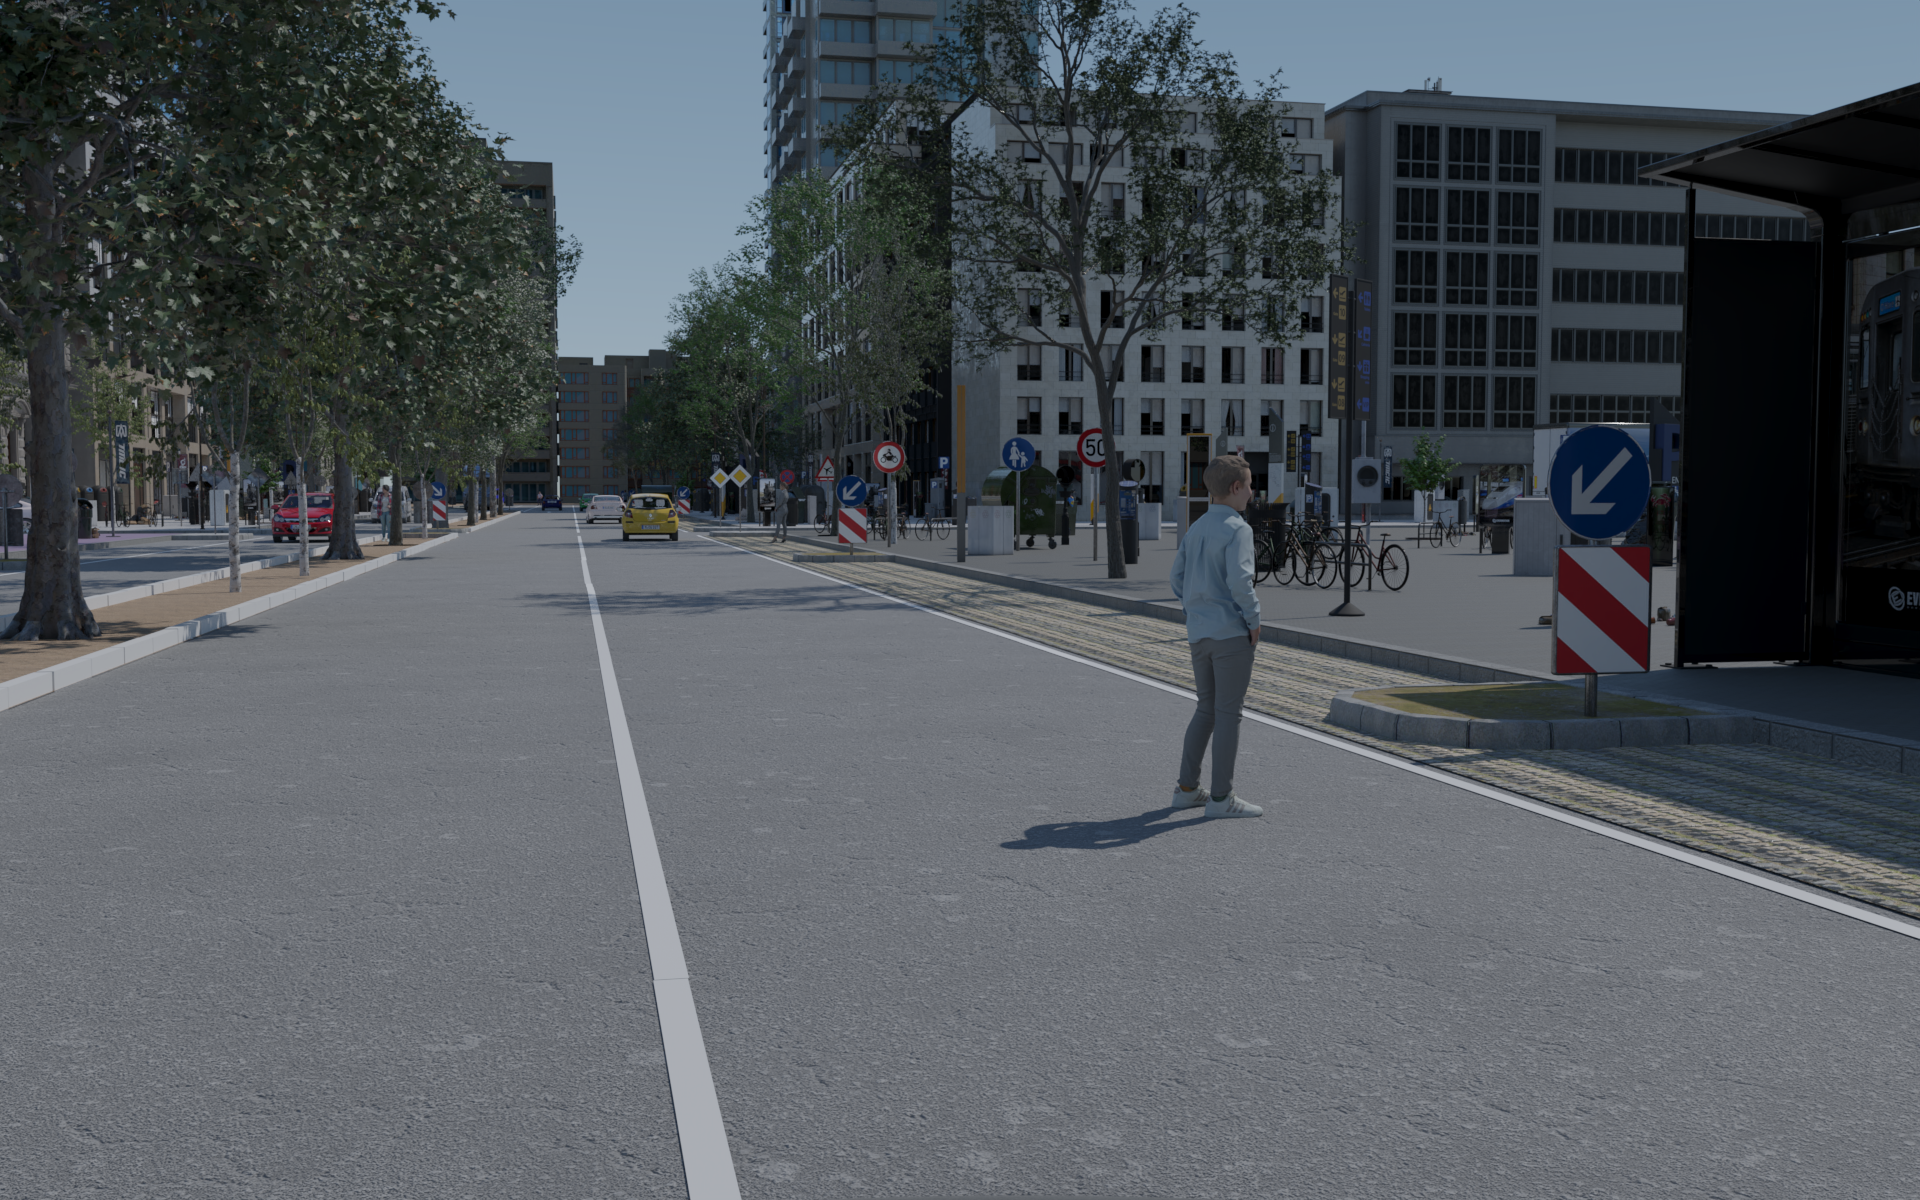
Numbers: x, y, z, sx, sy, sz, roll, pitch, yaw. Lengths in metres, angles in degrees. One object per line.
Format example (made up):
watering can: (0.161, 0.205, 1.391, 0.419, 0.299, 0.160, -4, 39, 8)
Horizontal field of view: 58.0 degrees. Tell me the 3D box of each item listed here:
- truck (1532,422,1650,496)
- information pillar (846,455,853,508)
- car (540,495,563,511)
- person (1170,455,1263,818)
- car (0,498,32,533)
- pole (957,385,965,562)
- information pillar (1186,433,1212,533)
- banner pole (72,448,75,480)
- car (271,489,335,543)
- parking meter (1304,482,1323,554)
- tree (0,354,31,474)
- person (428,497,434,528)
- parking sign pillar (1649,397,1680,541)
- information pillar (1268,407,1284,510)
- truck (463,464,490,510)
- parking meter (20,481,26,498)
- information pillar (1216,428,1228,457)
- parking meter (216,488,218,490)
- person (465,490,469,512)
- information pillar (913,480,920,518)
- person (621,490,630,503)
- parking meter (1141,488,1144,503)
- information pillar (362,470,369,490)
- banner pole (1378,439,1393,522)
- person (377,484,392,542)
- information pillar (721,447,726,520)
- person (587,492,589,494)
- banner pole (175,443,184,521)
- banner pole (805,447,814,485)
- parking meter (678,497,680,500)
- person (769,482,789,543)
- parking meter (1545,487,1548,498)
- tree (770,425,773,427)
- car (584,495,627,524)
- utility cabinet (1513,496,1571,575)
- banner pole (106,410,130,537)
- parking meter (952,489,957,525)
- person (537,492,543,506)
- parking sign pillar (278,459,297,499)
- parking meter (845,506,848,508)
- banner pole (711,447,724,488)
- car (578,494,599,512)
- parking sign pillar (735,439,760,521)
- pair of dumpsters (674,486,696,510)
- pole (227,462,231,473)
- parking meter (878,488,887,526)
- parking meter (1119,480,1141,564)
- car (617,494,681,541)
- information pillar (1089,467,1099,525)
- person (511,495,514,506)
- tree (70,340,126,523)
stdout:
truck: (28.822, -4.970, 70.171, 11.283, 4.237, 2.839, -1, 4, -14)
information pillar: (-6.627, -6.899, 104.155, 0.504, 3.616, 0.183, -3, 5, -40)
car: (-35.315, -8.395, 149.832, 1.945, 1.354, 3.894, -1, 4, -14)
person: (1.172, 0.159, 7.711, 0.330, 1.601, 0.589, -1, 4, -16)
car: (-32.280, -2.769, 57.631, 4.827, 1.381, 2.083, -1, 4, -12)
pole: (0.022, -2.367, 32.538, 0.158, 3.312, 0.155, 0, 3, 0)
information pillar: (2.922, -1.020, 21.174, 0.304, 2.012, 0.304, 1, 4, 9)
banner pole: (-42.865, -5.693, 83.095, 0.401, 3.779, 0.863, 3, 4, 37)
car: (-19.681, -2.660, 52.535, 2.155, 1.783, 4.494, -1, 4, -13)
parking meter: (7.531, -1.743, 36.915, 0.372, 1.533, 0.369, 0, 3, 0)
tree: (-34.895, -6.842, 62.223, 4.360, 8.622, 3.978, 0, 3, 0)
person: (-20.876, -3.607, 68.479, 0.512, 1.701, 0.522, 2, 4, 28)
parking sign pillar: (19.827, -3.658, 48.286, 1.447, 3.967, 1.447, -2, 4, -26)
information pillar: (8.494, -3.379, 46.606, 0.183, 3.616, 0.504, -3, 4, -37)
truck: (-44.160, -10.363, 159.200, 2.967, 4.110, 18.799, -1, 4, -14)
parking meter: (-41.372, -4.316, 76.284, 0.399, 1.863, 0.255, 1, 4, 18)
information pillar: (9.289, -4.289, 61.472, 0.183, 3.616, 0.504, -3, 5, -43)
parking meter: (-31.676, -4.027, 74.257, 0.372, 1.533, 0.369, 0, 3, 0)
person: (-38.683, -7.797, 136.160, 0.592, 1.802, 0.473, -2, 4, -35)
information pillar: (-2.331, -5.445, 93.510, 0.304, 2.012, 0.304, 1, 4, 14)
person: (-31.794, -9.540, 164.463, 0.705, 1.826, 1.348, 3, 4, 36)
parking meter: (7.265, -3.771, 70.073, 0.372, 1.533, 0.369, 0, 3, 0)
information pillar: (-45.601, -8.658, 132.917, 0.504, 3.616, 0.183, 0, 4, -3)
banner pole: (19.366, -5.442, 78.997, 0.863, 3.779, 0.401, -1, 4, -19)
person: (-17.219, -2.611, 52.030, 0.563, 1.720, 0.643, 0, 4, -2)
information pillar: (-11.802, -5.810, 86.354, 0.183, 3.616, 0.504, 0, 4, 6)
person: (-44.131, -11.979, 205.069, 1.217, 1.735, 0.721, 2, 4, 28)
banner pole: (-37.543, -5.705, 83.294, 0.401, 3.779, 0.863, -1, 4, -11)
banner pole: (-8.066, -6.270, 92.524, 0.401, 3.779, 0.863, -3, 5, -41)
parking meter: (-21.343, -7.562, 132.045, 0.372, 1.533, 0.369, 0, 3, 0)
person: (-5.279, -2.551, 50.483, 0.573, 1.790, 0.520, 0, 4, -5)
parking meter: (15.214, -2.209, 44.534, 0.372, 1.533, 0.369, 0, 3, 0)
tree: (-10.890, -10.176, 116.742, 4.360, 8.622, 3.978, 0, 3, 0)
car: (-17.314, -4.428, 84.760, 2.083, 1.381, 4.827, -1, 4, -14)
utility cabinet: (9.317, -0.997, 27.456, 1.020, 1.237, 0.306, 1, 4, 12)
banner pole: (-25.178, -3.778, 51.795, 0.401, 3.779, 0.863, 2, 4, 24)
parking meter: (-0.150, -3.827, 70.990, 0.372, 1.533, 0.369, 0, 3, 0)
person: (-51.469, -12.388, 211.984, 0.756, 1.711, 0.436, 2, 4, 32)
parking sign pillar: (-38.259, -6.759, 98.973, 1.447, 3.967, 1.447, -2, 4, -32)
parking meter: (-5.926, -4.933, 89.059, 0.372, 1.533, 0.369, 0, 3, 0)
banner pole: (-12.774, -6.226, 91.818, 0.863, 3.779, 0.401, 0, 4, 1)
car: (-30.662, -8.252, 143.718, 1.959, 1.807, 4.718, -1, 4, -14)
parking sign pillar: (-10.181, -5.836, 83.898, 1.447, 3.967, 1.447, -2, 4, -34)
pair of dumpsters: (-21.744, -8.234, 137.114, 1.574, 2.255, 4.437, -1, 4, -13)
pole: (-30.634, -4.822, 72.678, 0.158, 3.312, 0.155, 0, 3, 0)
parking meter: (-3.147, -3.799, 70.530, 0.372, 1.533, 0.369, 0, 3, 0)
parking meter: (3.081, -1.430, 31.793, 0.372, 1.533, 0.369, 0, 3, 0)
car: (-9.684, -2.678, 54.006, 2.015, 1.641, 3.980, -1, 4, -11)
information pillar: (5.509, -4.868, 70.946, 0.183, 3.616, 0.504, -2, 4, -28)
person: (-54.478, -12.342, 210.157, 0.709, 1.838, 0.599, 1, 4, 11)
tree: (-36.971, -7.643, 75.326, 4.737, 8.622, 4.395, 0, 3, 0)
